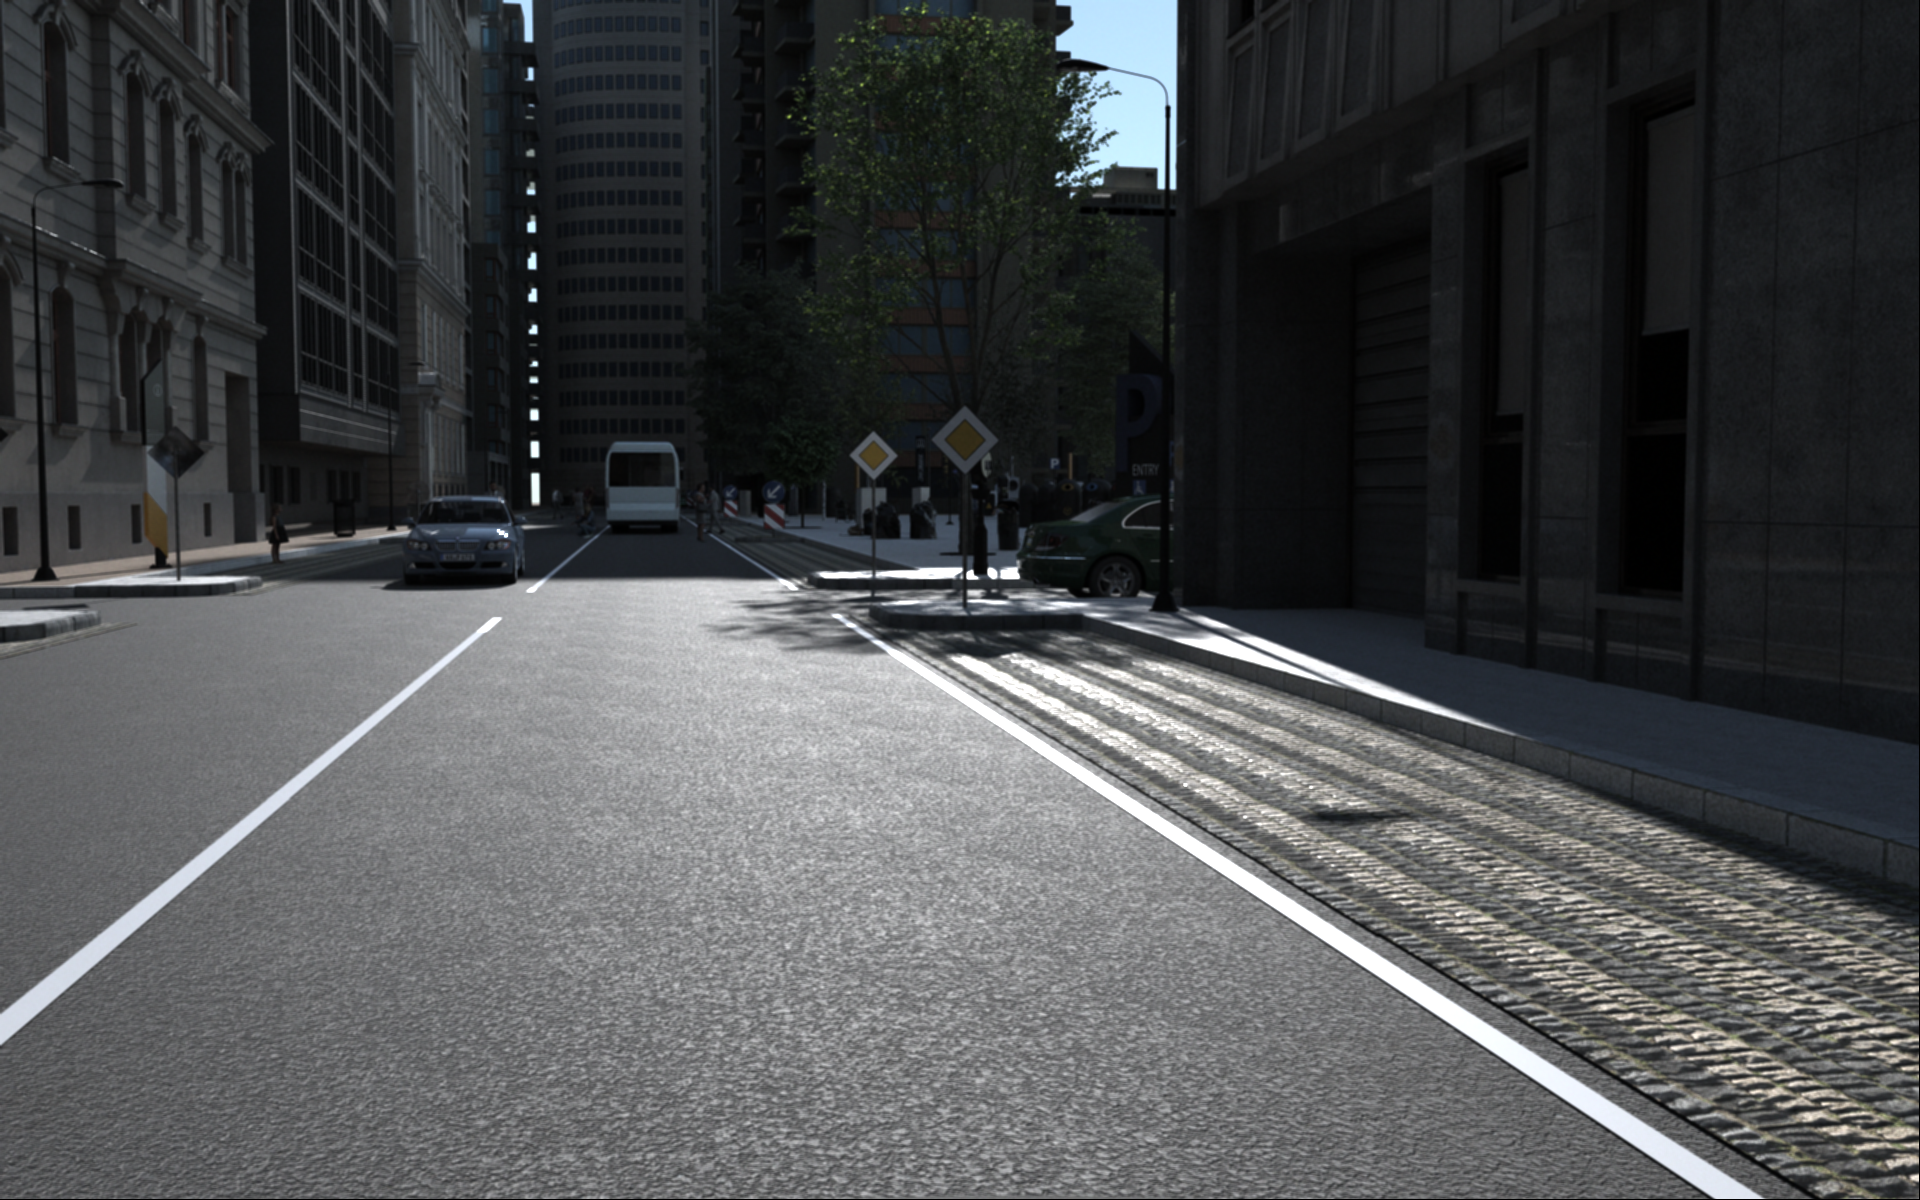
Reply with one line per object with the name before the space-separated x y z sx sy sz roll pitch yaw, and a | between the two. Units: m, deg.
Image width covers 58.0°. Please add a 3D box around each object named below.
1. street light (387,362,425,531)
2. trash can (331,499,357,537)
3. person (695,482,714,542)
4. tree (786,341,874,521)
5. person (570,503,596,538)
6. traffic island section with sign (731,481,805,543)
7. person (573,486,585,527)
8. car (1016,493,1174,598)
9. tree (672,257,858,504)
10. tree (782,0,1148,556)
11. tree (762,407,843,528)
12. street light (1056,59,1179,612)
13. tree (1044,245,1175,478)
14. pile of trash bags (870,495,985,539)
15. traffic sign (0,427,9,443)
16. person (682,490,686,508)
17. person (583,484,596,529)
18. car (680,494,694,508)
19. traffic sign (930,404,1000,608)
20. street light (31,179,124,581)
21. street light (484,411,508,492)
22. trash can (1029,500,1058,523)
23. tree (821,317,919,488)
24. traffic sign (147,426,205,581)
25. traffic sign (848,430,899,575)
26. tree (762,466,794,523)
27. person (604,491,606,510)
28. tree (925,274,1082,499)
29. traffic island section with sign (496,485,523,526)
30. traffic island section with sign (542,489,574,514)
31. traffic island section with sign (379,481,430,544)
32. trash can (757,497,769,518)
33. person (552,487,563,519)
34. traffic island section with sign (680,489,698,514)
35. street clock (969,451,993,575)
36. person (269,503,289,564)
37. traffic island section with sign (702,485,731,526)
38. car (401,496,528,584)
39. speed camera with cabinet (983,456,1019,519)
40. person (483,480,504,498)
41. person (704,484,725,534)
street light | -19.508 -5.410 60.996 1.470 5.913 1.316 -1 4 -10
trash can | -18.477 -2.467 51.988 0.748 1.137 0.748 0 3 0
person | -7.736 -2.651 52.210 0.532 1.782 0.716 0 4 3
tree | -6.308 -8.113 83.007 4.360 8.622 3.978 0 3 0
person | -12.229 -2.602 56.535 0.738 1.151 1.012 -2 4 -29
traffic island section with sign | -5.710 -2.631 51.652 1.989 1.847 2.006 -1 4 -10
person | -16.491 -4.075 75.483 0.716 1.782 0.532 0 4 -2
car | 3.211 -0.692 23.117 4.920 1.459 2.131 -1 4 -8
tree | -10.084 -11.355 92.313 9.857 13.997 8.962 0 3 0
tree | 0.147 -6.754 36.179 9.928 11.665 9.643 0 3 0
tree | -5.964 -4.980 65.135 4.285 4.588 4.351 0 3 0
street light | 1.712 -2.827 18.763 1.470 5.913 1.316 -1 4 -10
tree | 7.587 -9.829 78.833 7.486 12.596 7.792 0 3 0
pile of trash bags | -0.955 -2.457 49.916 3.447 1.369 1.912 1 4 16
traffic sign | -10.132 -0.859 17.693 0.795 2.450 0.064 -1 4 -10
person | -26.909 -9.758 167.918 0.709 1.838 0.599 2 4 34
person | -15.169 -3.829 71.083 0.580 1.828 0.573 1 4 11
car | -26.166 -9.504 164.183 1.959 1.807 4.718 -1 4 -10
traffic sign | 0.052 -0.970 19.502 0.795 2.450 0.064 -1 4 -10
street light | -13.032 -3.245 25.599 1.470 5.913 1.316 -1 4 -10
street light | -25.929 -7.596 96.732 1.470 5.913 1.316 -1 4 -10
trash can | 2.084 -1.934 43.281 0.748 1.137 0.748 0 3 0
tree | -3.743 -7.413 71.562 4.737 8.622 4.395 0 3 0
traffic sign | -11.550 -1.340 25.552 0.795 2.450 0.064 -1 4 -10
traffic sign | -1.365 -1.451 27.361 0.795 2.450 0.064 -1 4 -10
tree | -8.069 -5.095 77.907 1.663 3.219 1.824 0 3 0
person | -31.059 -8.745 152.270 0.721 1.735 1.217 -2 4 -29
tree | 1.787 -6.655 59.171 4.360 8.622 3.978 0 3 0
traffic island section with sign | -20.553 -4.195 77.224 1.989 1.847 2.006 -1 4 -10
traffic island section with sign | -29.414 -7.202 126.377 1.989 1.847 2.006 -1 4 -10
traffic island section with sign | -15.688 -2.544 50.228 1.989 1.847 2.006 -1 4 -10
trash can | -10.686 -5.040 94.052 0.748 1.137 0.748 0 3 0
person | -22.997 -5.529 99.002 0.850 1.850 0.679 3 4 39
traffic island section with sign | -19.439 -7.285 127.736 1.989 1.847 2.006 -1 4 -10
street clock | 0.328 -1.409 27.605 0.358 2.002 0.471 2 4 24
person | -13.959 -1.366 35.498 0.373 1.253 0.362 1 4 9
traffic island section with sign | -10.499 -4.254 78.180 1.989 1.847 2.006 -1 4 -10
car | -8.279 -1.046 29.111 2.014 1.417 4.499 -1 4 -12
speed camera with cabinet | 2.042 -5.858 90.107 2.038 3.252 0.660 0 4 -4
person | -11.945 -2.178 44.377 0.678 1.792 0.850 -1 4 -18
person | -8.830 -3.266 62.175 0.850 1.792 0.678 1 4 11
